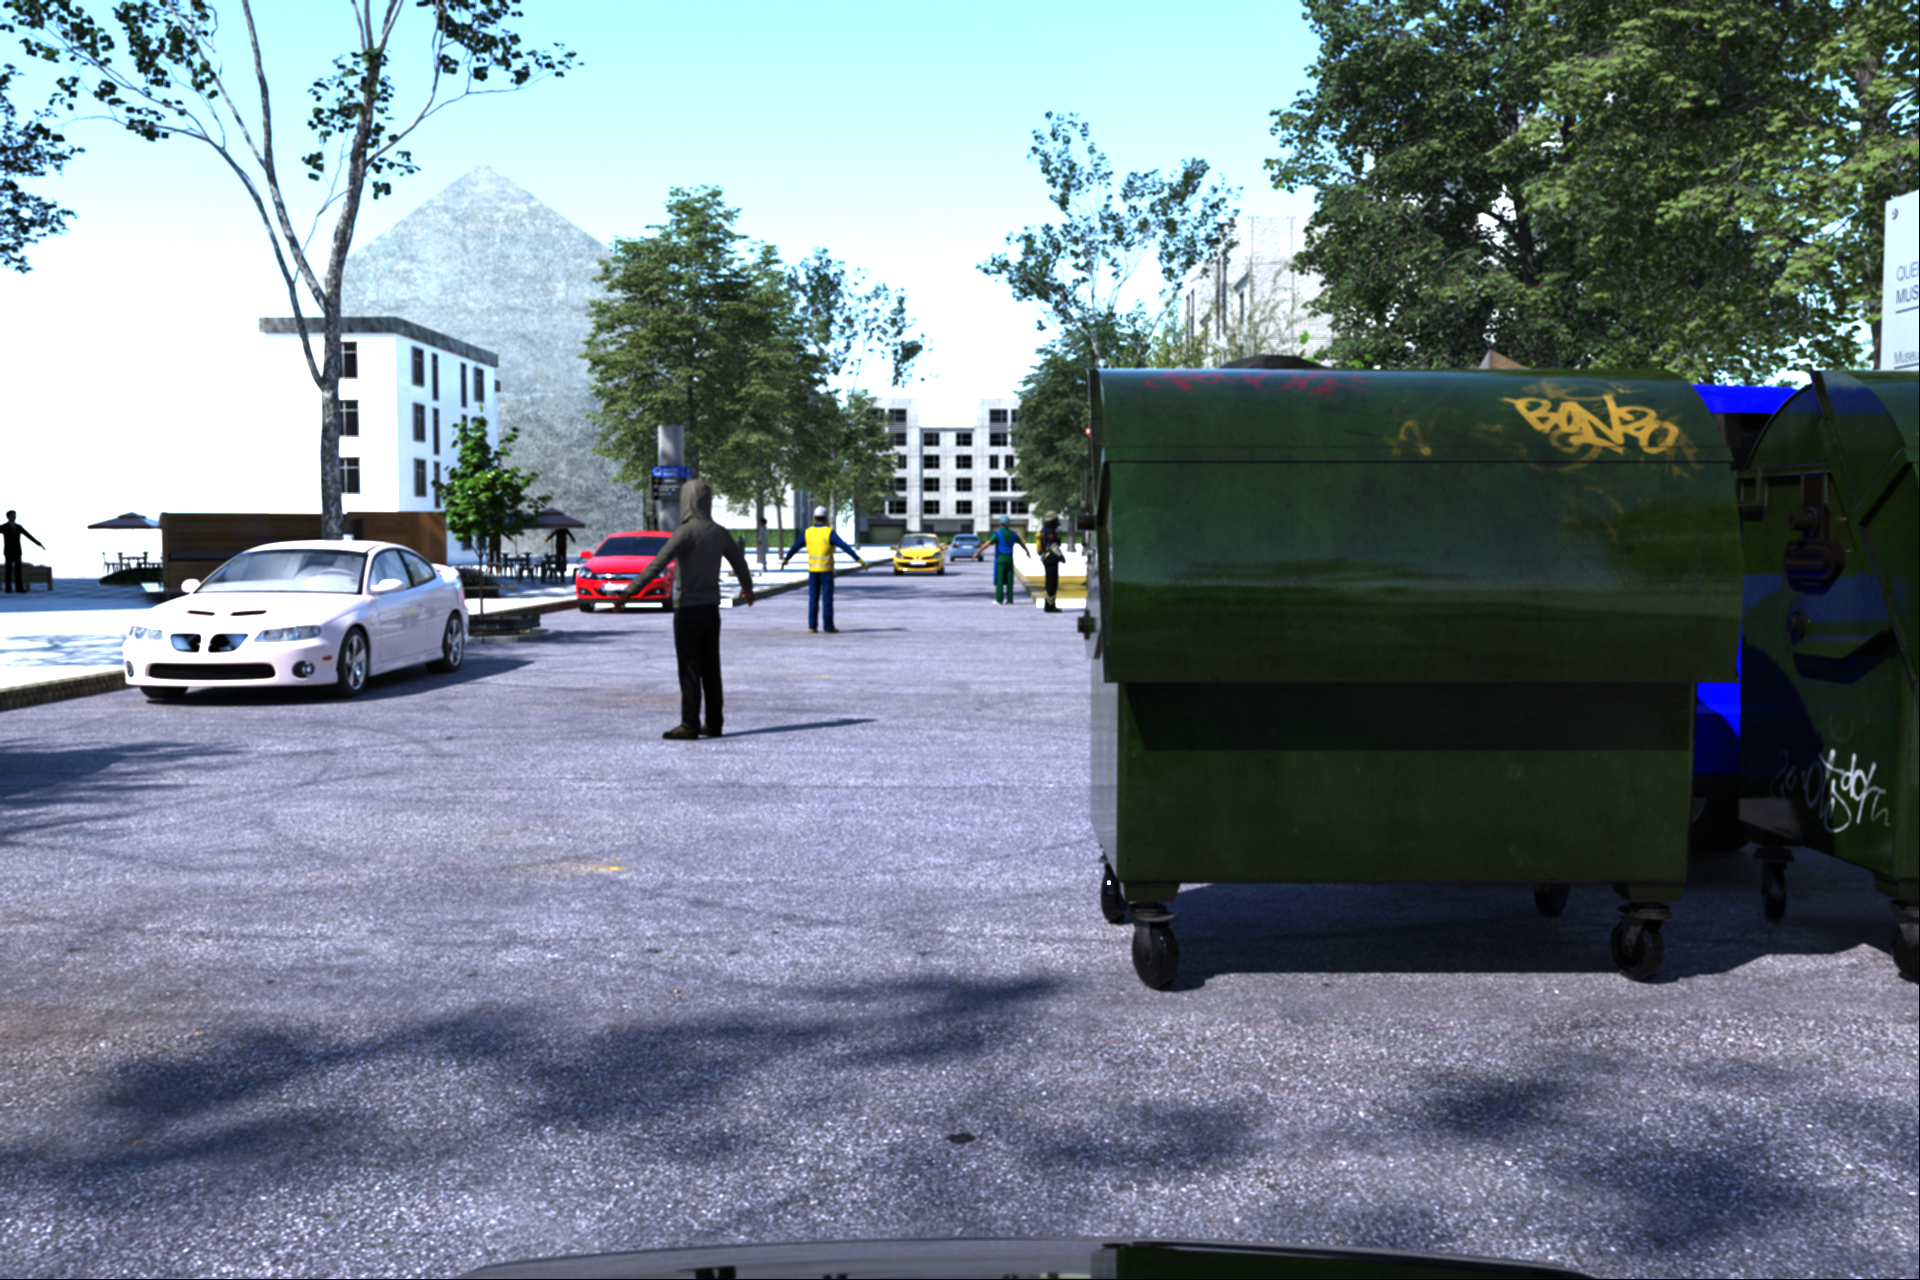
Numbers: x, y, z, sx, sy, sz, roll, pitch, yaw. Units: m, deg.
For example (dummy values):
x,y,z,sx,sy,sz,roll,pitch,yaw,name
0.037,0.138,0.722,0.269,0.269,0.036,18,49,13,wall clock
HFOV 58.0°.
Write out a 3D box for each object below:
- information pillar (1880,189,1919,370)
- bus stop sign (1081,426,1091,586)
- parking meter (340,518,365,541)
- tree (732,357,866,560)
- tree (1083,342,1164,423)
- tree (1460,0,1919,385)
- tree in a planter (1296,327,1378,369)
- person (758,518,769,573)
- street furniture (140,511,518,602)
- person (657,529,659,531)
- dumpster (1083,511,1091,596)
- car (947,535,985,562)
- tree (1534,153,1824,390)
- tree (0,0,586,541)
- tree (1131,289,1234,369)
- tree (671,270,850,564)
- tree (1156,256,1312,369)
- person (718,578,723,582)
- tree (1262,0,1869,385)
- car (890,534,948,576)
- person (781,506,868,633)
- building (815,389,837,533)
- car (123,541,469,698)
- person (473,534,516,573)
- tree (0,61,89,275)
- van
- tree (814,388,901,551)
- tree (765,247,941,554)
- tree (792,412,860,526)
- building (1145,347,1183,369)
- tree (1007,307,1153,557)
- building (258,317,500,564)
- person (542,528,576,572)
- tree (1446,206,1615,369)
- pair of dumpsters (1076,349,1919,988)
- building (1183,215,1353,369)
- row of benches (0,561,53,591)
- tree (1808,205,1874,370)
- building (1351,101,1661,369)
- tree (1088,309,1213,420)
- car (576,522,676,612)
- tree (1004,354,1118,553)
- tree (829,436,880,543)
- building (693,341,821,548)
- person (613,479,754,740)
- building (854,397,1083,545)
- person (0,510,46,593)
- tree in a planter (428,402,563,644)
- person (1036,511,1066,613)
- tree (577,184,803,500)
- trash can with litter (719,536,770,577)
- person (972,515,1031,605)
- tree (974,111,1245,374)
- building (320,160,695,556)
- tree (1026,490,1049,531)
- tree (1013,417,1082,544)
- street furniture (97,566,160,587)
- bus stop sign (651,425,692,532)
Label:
x,y,z,sx,sy,sz,roll,pitch,yaw,name
6.599,-1.236,11.518,0.184,3.620,1.656,0,4,1,information pillar
3.439,-3.319,42.976,0.855,3.939,0.416,0,4,1,bus stop sign
-9.602,-1.161,27.389,0.372,1.533,0.369,0,3,0,parking meter
-8.720,-9.193,84.725,8.767,10.594,7.601,0,4,-1,tree
6.794,-7.165,67.511,4.737,8.622,4.395,0,3,0,tree
8.668,-6.026,16.659,7.486,12.596,7.792,0,3,0,tree
3.043,-1.090,15.048,1.991,3.239,1.994,0,4,2,tree in a planter
-6.561,-3.141,57.540,0.705,1.806,1.347,0,4,-5,person
-12.638,-1.843,36.987,9.812,1.723,11.010,-2,4,-26,street furniture
-7.661,-2.370,45.477,1.216,1.740,0.721,1,4,16,person
3.126,-1.359,30.444,1.865,1.857,1.264,0,4,0,dumpster
0.341,-4.821,90.829,2.014,1.417,4.499,0,4,0,car
18.676,-7.353,45.985,9.928,11.665,9.643,0,3,0,tree
-12.734,-10.844,33.185,12.611,20.169,13.585,0,3,0,tree
6.837,-6.203,51.774,4.737,8.622,4.395,0,3,0,tree
-8.567,-9.558,74.400,7.486,12.596,7.792,0,3,0,tree
7.766,-5.806,45.288,4.360,8.622,3.978,0,3,0,tree
-6.482,-2.277,46.488,0.599,1.433,0.991,1,4,21,person
9.661,-7.435,28.226,9.857,13.997,8.962,0,3,0,tree
-1.405,-3.077,60.528,2.015,1.641,3.980,0,4,1,car
-1.999,-1.019,25.079,1.349,1.833,0.705,1,4,17,person
-24.396,-22.735,202.652,19.493,23.208,18.063,0,3,0,building
-6.177,-0.262,16.642,2.083,1.381,4.827,0,4,1,car
-15.257,-3.098,56.792,1.346,1.812,0.704,-1,4,-14,person
-12.221,-5.023,16.537,8.767,10.594,7.601,3,5,40,tree
2.657,-0.313,9.509,2.240,2.365,5.245,0,4,1,van
-8.124,-13.204,134.016,7.486,12.596,7.792,0,3,0,tree
-7.668,-15.703,112.641,12.611,20.169,13.585,0,3,0,tree
-7.920,-9.079,98.803,4.737,8.622,4.395,0,3,0,tree
27.463,-18.616,170.835,16.747,18.905,31.486,0,4,1,building
7.324,-11.713,98.171,9.857,13.997,8.962,0,3,0,tree
-26.124,-8.500,81.125,9.099,9.664,28.070,0,4,1,building
-13.545,-3.229,58.730,0.705,1.837,1.347,3,5,41,person
12.297,-5.360,37.993,4.360,8.622,3.978,0,3,0,tree
2.616,-0.061,5.946,4.436,2.255,1.574,0,3,0,pair of dumpsters
23.536,-14.570,104.680,16.747,18.905,31.486,0,4,1,building
-22.660,-1.506,40.084,4.104,0.672,1.422,2,4,26,row of benches
19.261,-5.235,35.957,4.360,8.622,3.978,0,3,0,tree
23.983,-13.815,82.303,16.016,20.090,11.380,0,4,1,building
6.518,-6.523,57.010,4.737,8.622,4.395,0,3,0,tree
-6.086,-1.477,33.186,2.155,1.783,4.494,0,4,1,car
7.615,-13.007,119.321,9.857,13.997,8.962,0,3,0,tree
-8.454,-10.682,125.008,4.360,8.622,3.978,0,3,0,tree
-23.611,-18.819,174.145,16.747,18.905,31.486,0,3,0,building
-1.865,-0.219,12.161,0.705,1.813,1.348,2,4,35,person
1.695,-22.130,230.747,31.486,18.905,16.747,0,4,-3,building
-20.583,-1.926,37.670,0.705,1.806,1.347,2,4,32,person
-6.538,-1.611,23.569,1.991,3.239,1.994,0,4,1,tree in a planter
1.702,-1.435,31.700,0.705,1.856,1.354,0,4,-7,person
-8.799,-8.460,56.444,7.486,12.596,7.792,0,3,0,tree
-6.553,-2.571,53.100,1.678,1.210,2.233,0,4,2,trash can with litter
0.885,-1.630,35.230,1.347,1.817,0.704,-2,4,-27,person
5.860,-13.702,79.915,12.611,20.169,13.585,0,3,0,tree
-27.985,-17.154,111.403,19.493,23.208,18.063,0,3,0,building
7.376,-11.428,137.208,4.360,8.622,3.978,0,3,0,tree
8.094,-11.937,129.581,8.767,10.594,7.601,0,4,5,tree
-19.641,-1.917,46.963,5.734,0.657,10.072,-1,4,-9,street furniture
-7.002,-3.247,42.104,0.837,3.901,0.837,0,4,1,bus stop sign
